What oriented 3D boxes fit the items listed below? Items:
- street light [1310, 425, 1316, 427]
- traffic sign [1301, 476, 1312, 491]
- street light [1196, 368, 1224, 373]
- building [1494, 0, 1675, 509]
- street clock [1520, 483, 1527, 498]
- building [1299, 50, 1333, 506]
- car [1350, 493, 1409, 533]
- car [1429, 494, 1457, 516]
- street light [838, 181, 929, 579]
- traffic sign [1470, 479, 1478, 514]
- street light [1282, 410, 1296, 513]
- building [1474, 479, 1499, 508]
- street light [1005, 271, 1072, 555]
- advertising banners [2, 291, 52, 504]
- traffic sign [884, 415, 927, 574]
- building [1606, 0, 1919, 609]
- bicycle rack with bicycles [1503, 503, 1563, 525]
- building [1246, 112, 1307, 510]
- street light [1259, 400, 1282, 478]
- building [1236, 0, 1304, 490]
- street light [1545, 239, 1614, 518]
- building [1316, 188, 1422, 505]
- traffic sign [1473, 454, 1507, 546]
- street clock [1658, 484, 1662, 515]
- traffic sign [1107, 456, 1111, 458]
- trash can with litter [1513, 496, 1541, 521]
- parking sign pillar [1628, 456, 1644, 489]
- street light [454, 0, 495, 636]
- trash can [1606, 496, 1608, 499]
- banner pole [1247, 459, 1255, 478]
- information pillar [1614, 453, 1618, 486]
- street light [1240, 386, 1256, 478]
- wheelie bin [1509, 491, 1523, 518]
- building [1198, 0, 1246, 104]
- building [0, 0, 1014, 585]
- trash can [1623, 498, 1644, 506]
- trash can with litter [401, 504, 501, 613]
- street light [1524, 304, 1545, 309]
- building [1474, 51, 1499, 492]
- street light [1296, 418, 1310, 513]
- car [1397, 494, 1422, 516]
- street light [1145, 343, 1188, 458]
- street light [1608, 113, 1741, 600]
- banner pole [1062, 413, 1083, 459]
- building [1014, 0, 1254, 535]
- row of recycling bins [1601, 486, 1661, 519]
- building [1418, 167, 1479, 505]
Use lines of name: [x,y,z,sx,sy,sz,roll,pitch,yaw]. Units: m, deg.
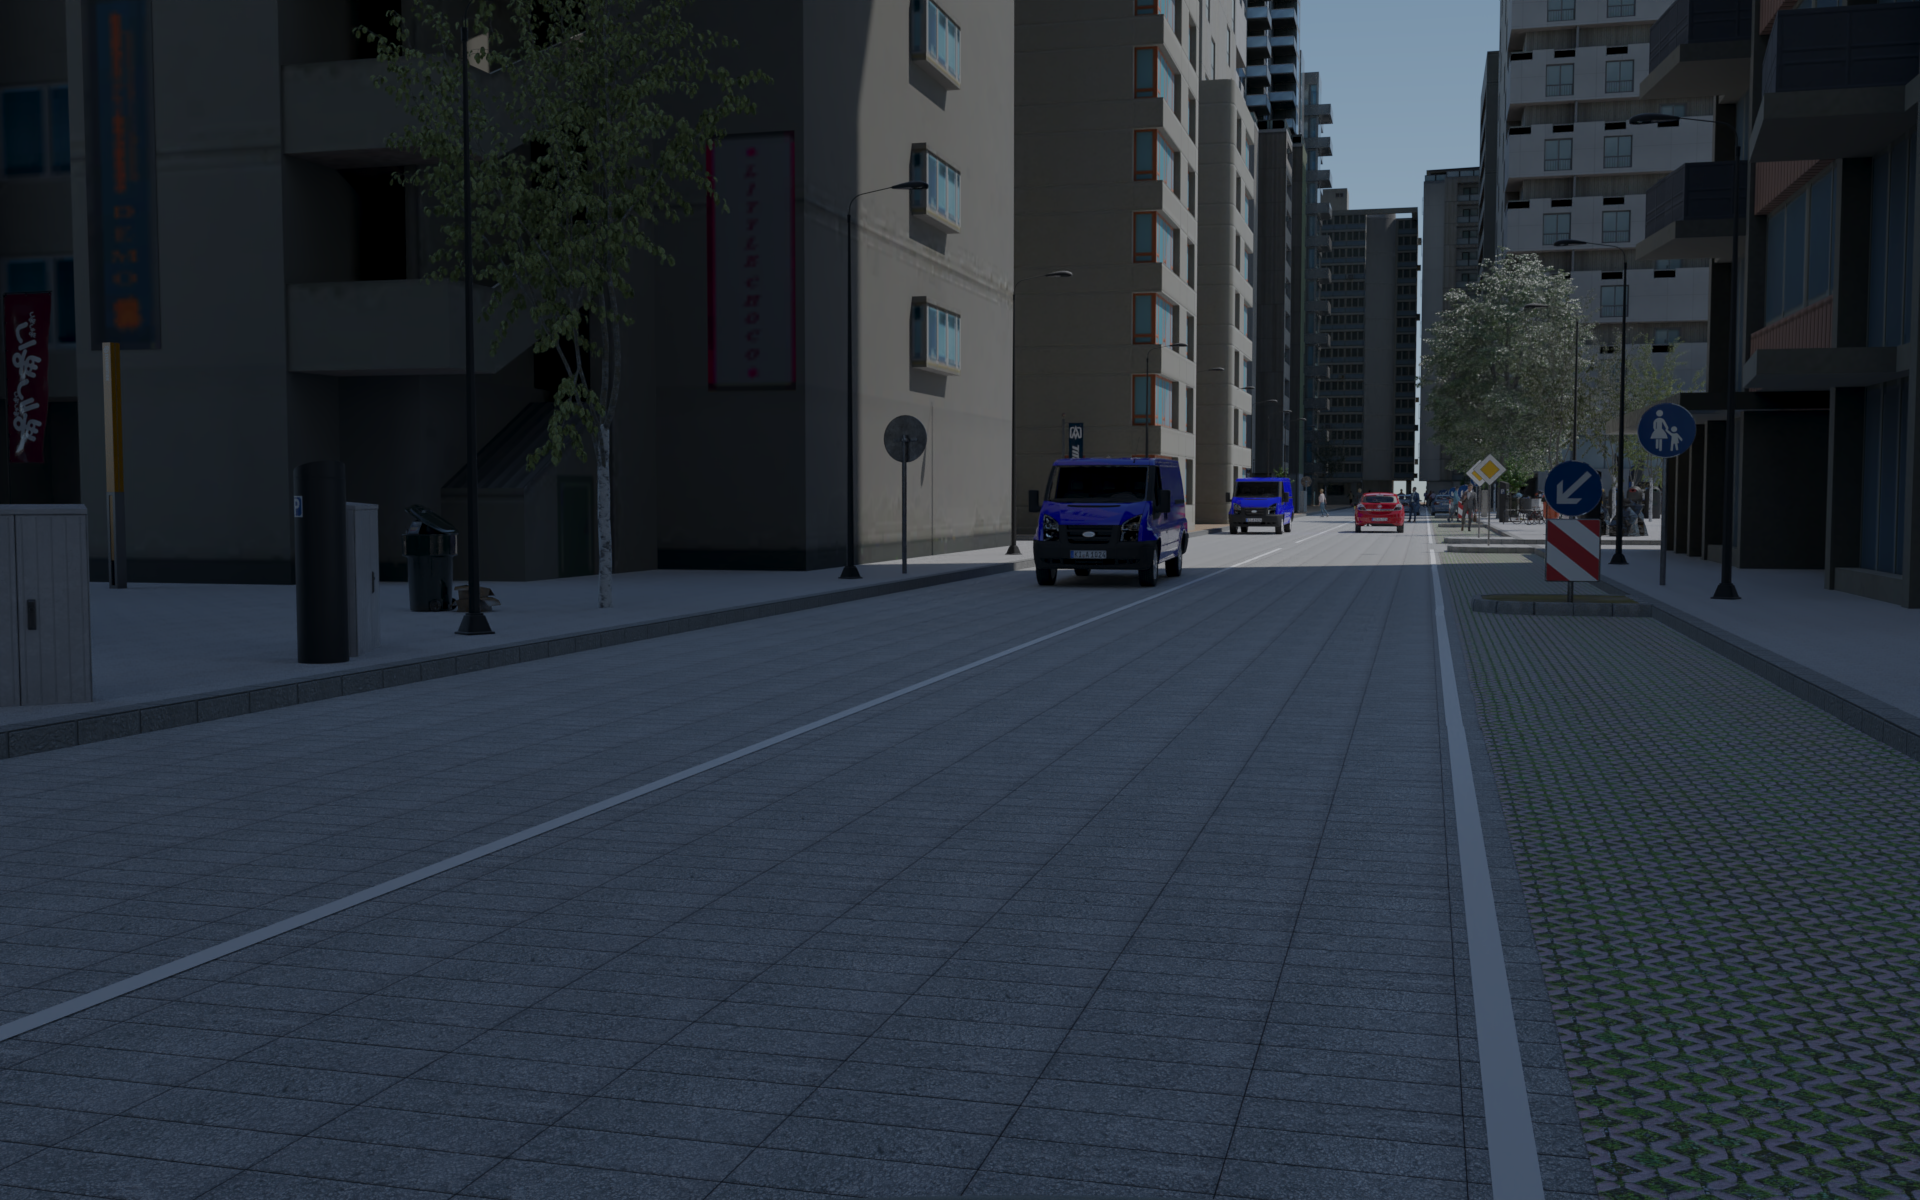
street light: [23.299,-8.839,117.066,1.470,5.913,1.316,1,4,15]
traffic sign: [24.495,-7.493,122.613,0.768,2.556,0.104,1,4,22]
street light: [9.019,-5.590,63.943,1.470,5.913,1.316,1,4,15]
building: [56.334,-33.382,135.041,28.713,52.752,27.495,1,4,15]
street clock: [37.381,-6.753,114.979,0.471,2.002,0.358,3,5,44]
building: [25.003,-34.913,190.428,30.456,49.044,23.786,1,4,15]
car: [15.835,-3.447,65.396,2.155,1.783,4.494,1,4,13]
car: [32.296,-6.322,115.372,2.014,1.417,4.499,1,4,14]
street light: [-1.143,-3.268,25.975,1.470,5.913,1.316,1,4,15]
traffic sign: [33.594,-6.885,112.679,0.768,2.556,0.104,1,4,19]
street light: [17.676,-7.566,96.243,1.470,5.913,1.316,1,4,15]
building: [58.824,-44.090,159.131,20.563,71.187,20.611,1,4,15]
street light: [1.656,-3.903,36.358,1.470,5.913,1.316,1,4,15]
advertising banners: [-8.804,-1.167,15.274,2.074,3.025,0.090,1,4,17]
traffic sign: [-0.898,-1.701,27.910,0.768,2.556,0.104,1,4,23]
building: [22.055,-22.565,23.555,22.147,44.769,28.867,1,4,15]
bicycle rack with bicycles: [24.311,-3.628,72.693,2.925,0.926,2.852,-1,4,-15]
building: [19.280,-22.217,134.956,14.160,30.474,14.107,1,4,15]
street light: [14.944,-6.917,85.637,1.470,5.913,1.316,1,4,15]
building: [20.606,-51.634,156.889,22.319,86.520,31.000,1,4,15]
street light: [11.511,-3.613,31.613,1.470,5.913,1.316,1,4,15]
building: [46.867,-32.498,223.224,23.993,40.220,32.217,1,4,15]
traffic sign: [13.101,-2.399,42.874,0.795,2.450,0.064,1,4,15]
street clock: [43.422,-6.272,107.109,0.471,2.002,0.358,1,4,11]
traffic sign: [3.886,-2.551,45.356,0.795,2.450,0.064,1,4,15]
trash can with litter: [27.862,-4.460,83.981,2.233,1.210,1.678,0,4,6]
parking sign pillar: [46.526,-7.997,119.217,1.447,3.967,1.447,-3,5,-41]
street light: [-3.928,-2.631,15.555,1.470,5.913,1.316,1,4,15]
trash can: [40.258,-5.839,107.115,0.748,1.137,0.748,0,3,0]
banner pole: [20.806,-8.203,124.140,0.863,3.779,0.401,1,4,16]
information pillar: [37.415,-6.558,98.573,0.183,3.616,0.504,-2,4,-28]
street light: [12.031,-6.268,75.029,1.470,5.913,1.316,1,4,15]
wheelie bin: [29.976,-5.257,93.864,0.980,1.594,0.693,2,4,27]
building: [3.629,-31.880,110.473,28.713,52.752,27.495,1,4,15]
building: [-11.572,-25.105,34.171,21.600,48.544,21.300,1,4,15]
trash can: [22.653,-2.860,58.410,0.748,1.137,0.748,0,3,0]
trash can with litter: [-5.568,-0.466,18.999,1.055,1.170,0.624,1,4,10]
street light: [14.436,-4.264,42.258,1.470,5.913,1.316,1,4,15]
building: [65.146,-34.021,179.940,21.300,48.544,21.600,1,4,15]
street light: [20.550,-8.200,106.605,1.470,5.913,1.316,1,4,15]
car: [29.973,-6.376,116.254,2.014,1.417,4.499,1,4,16]
street light: [6.308,-4.951,53.491,1.470,5.913,1.316,1,4,15]
street light: [8.854,-2.974,21.167,1.470,5.913,1.316,1,4,15]
banner pole: [3.409,-3.874,53.357,0.863,3.779,0.401,-1,4,-9]
building: [-3.406,-13.797,70.621,27.650,21.520,28.899,1,4,15]
row of recycling bins: [34.727,-5.101,90.506,3.534,1.692,1.069,2,4,25]
building: [63.018,-32.191,209.922,14.086,41.232,14.154,1,4,15]
